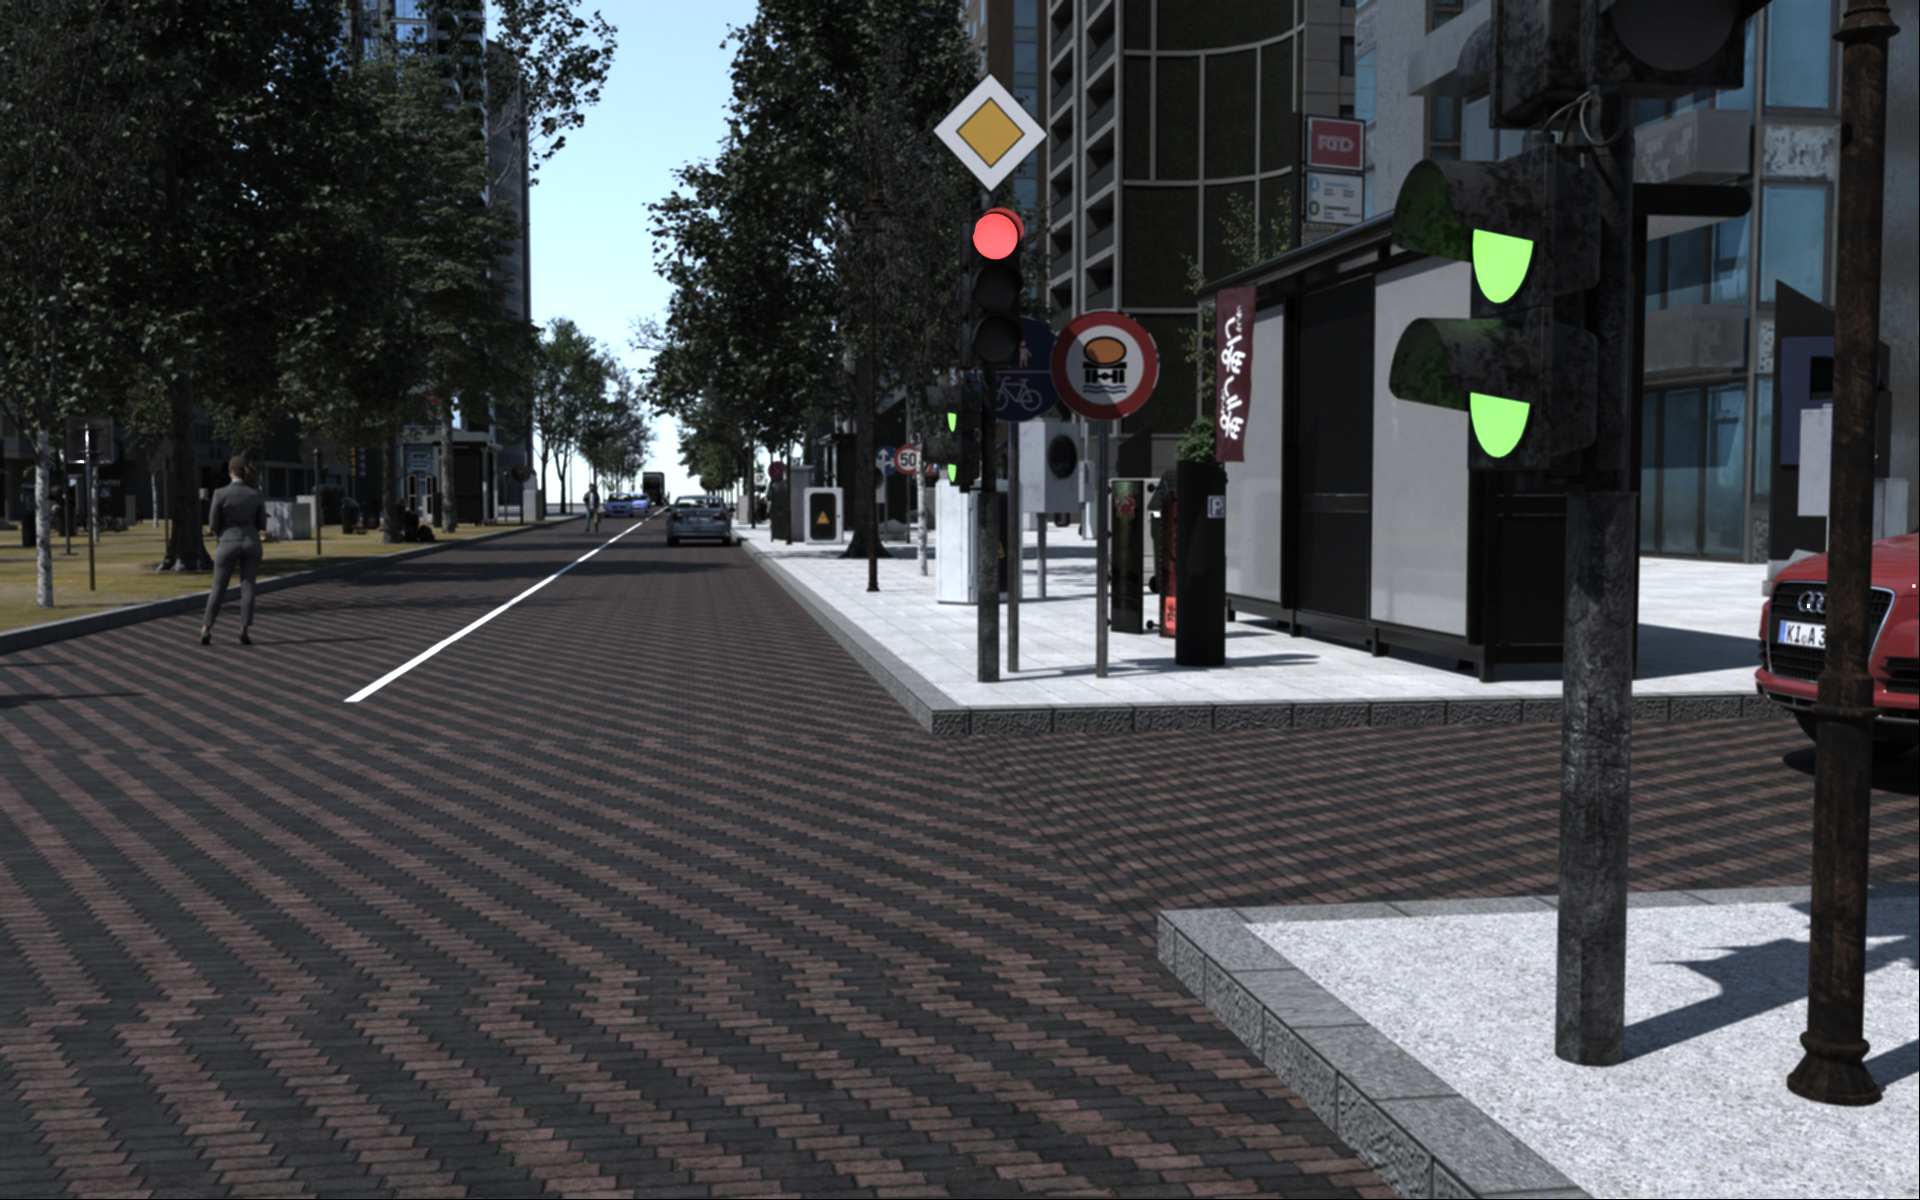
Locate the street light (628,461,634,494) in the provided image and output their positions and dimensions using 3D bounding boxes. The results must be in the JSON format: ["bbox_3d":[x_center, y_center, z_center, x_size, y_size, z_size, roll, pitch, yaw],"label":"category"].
[{"bbox_3d":[-40.342,-14.575,211.090,0.468,5.910,1.993,-1,4,-9],"label":"street light"}]

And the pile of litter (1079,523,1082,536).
[{"bbox_3d":[4.343,-2.423,53.586,1.719,0.858,1.176,-3,5,-41],"label":"pile of litter"}]

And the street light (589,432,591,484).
[{"bbox_3d":[-27.491,-9.533,128.658,0.468,5.910,1.993,-1,4,-9],"label":"street light"}]

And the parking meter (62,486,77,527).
[{"bbox_3d":[-27.209,-2.722,52.915,0.372,1.533,0.369,0,3,0],"label":"parking meter"}]

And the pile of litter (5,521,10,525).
[{"bbox_3d":[-37.994,-3.317,68.199,1.176,0.858,1.719,0,4,0],"label":"pile of litter"}]

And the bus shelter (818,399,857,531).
[{"bbox_3d":[-4.038,-5.274,63.858,2.179,5.291,8.768,-1,4,-9],"label":"bus shelter"}]

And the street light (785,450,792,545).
[{"bbox_3d":[-4.336,-4.339,43.726,0.468,5.910,1.993,-1,4,-9],"label":"street light"}]

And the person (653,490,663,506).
[{"bbox_3d":[-36.125,-12.197,207.544,1.348,1.869,0.705,-2,4,-34],"label":"person"}]

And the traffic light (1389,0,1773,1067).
[{"bbox_3d":[1.415,-0.912,3.833,0.839,4.253,0.868,-1,4,-9],"label":"traffic light"}]

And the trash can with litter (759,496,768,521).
[{"bbox_3d":[-9.618,-4.314,81.915,1.055,1.170,0.624,0,4,-8],"label":"trash can with litter"}]

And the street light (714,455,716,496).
[{"bbox_3d":[-19.511,-10.223,139.936,0.468,5.910,1.993,-1,4,-9],"label":"street light"}]

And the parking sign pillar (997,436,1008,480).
[{"bbox_3d":[1.776,-4.711,65.497,1.447,3.967,1.447,2,4,34],"label":"parking sign pillar"}]

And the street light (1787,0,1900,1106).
[{"bbox_3d":[1.873,-1.881,3.537,0.468,5.910,1.993,-1,4,-9],"label":"street light"}]

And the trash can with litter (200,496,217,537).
[{"bbox_3d":[-22.820,-2.485,51.689,1.678,1.210,2.233,1,4,10],"label":"trash can with litter"}]

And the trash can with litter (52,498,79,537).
[{"bbox_3d":[-26.840,-2.484,51.995,0.624,1.170,1.055,-1,4,-19],"label":"trash can with litter"}]

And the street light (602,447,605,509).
[{"bbox_3d":[-30.783,-10.814,149.590,0.468,5.910,1.993,-1,4,-9],"label":"street light"}]

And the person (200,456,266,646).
[{"bbox_3d":[-6.909,-0.469,16.446,0.573,1.790,0.520,3,5,41],"label":"person"}]

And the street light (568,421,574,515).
[{"bbox_3d":[-24.151,-8.236,107.445,0.468,5.910,1.993,-1,4,-9],"label":"street light"}]

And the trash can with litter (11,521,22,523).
[{"bbox_3d":[-40.860,-3.992,76.330,1.678,1.210,2.233,-1,4,-19],"label":"trash can with litter"}]

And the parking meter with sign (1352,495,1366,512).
[{"bbox_3d":[8.504,-2.542,37.815,1.738,3.016,0.543,0,4,-5],"label":"parking meter with sign"}]

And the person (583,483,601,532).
[{"bbox_3d":[-13.617,-3.413,64.289,0.794,1.824,0.713,1,4,15],"label":"person"}]

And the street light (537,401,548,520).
[{"bbox_3d":[-20.764,-6.935,86.168,0.468,5.910,1.993,-1,4,-9],"label":"street light"}]

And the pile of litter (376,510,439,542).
[{"bbox_3d":[-14.959,-2.010,46.830,1.719,0.858,1.176,-1,4,-20],"label":"pile of litter"}]

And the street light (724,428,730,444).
[{"bbox_3d":[-12.868,-7.628,97.500,0.468,5.910,1.993,-1,4,-9],"label":"street light"}]

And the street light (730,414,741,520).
[{"bbox_3d":[-10.995,-6.905,85.683,0.468,5.910,1.993,-1,4,-9],"label":"street light"}]

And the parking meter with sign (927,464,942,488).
[{"bbox_3d":[-1.712,-5.213,81.493,1.738,3.016,0.543,-3,4,-38],"label":"parking meter with sign"}]

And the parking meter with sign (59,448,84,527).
[{"bbox_3d":[-34.059,-4.325,66.979,0.543,3.016,1.738,0,4,7],"label":"parking meter with sign"}]

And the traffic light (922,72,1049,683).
[{"bbox_3d":[0.176,-1.395,11.721,0.839,4.253,0.868,-1,4,-9],"label":"traffic light"}]

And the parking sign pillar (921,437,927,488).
[{"bbox_3d":[-2.160,-5.519,78.700,1.447,3.967,1.447,1,4,21],"label":"parking sign pillar"}]

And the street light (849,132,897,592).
[{"bbox_3d":[-1.144,-3.049,22.645,0.468,5.910,1.993,-1,4,-9],"label":"street light"}]

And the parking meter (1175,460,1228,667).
[{"bbox_3d":[1.809,-0.281,13.000,0.372,1.533,0.369,0,3,0],"label":"parking meter"}]

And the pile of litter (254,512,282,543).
[{"bbox_3d":[-18.665,-1.954,45.911,1.719,0.858,1.176,1,4,18],"label":"pile of litter"}]

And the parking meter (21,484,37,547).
[{"bbox_3d":[-22.700,-2.071,42.280,0.372,1.533,0.369,0,3,0],"label":"parking meter"}]

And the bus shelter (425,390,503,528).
[{"bbox_3d":[-19.992,-5.639,69.824,2.179,5.291,8.768,-1,4,-9],"label":"bus shelter"}]

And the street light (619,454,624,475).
[{"bbox_3d":[-36.946,-13.239,189.243,0.468,5.910,1.993,-1,4,-9],"label":"street light"}]

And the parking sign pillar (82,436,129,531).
[{"bbox_3d":[-29.761,-4.387,60.205,1.447,3.967,1.447,-2,4,-28],"label":"parking sign pillar"}]

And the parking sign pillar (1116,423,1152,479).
[{"bbox_3d":[6.565,-4.712,65.518,1.447,3.967,1.447,-1,4,-11],"label":"parking sign pillar"}]

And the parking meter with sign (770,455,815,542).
[{"bbox_3d":[-4.238,-3.055,46.204,1.738,3.016,0.543,1,4,14],"label":"parking meter with sign"}]

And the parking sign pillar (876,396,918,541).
[{"bbox_3d":[-2.147,-3.613,47.546,1.447,3.967,1.447,-2,4,-24],"label":"parking sign pillar"}]

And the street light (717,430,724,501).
[{"bbox_3d":[-16.289,-8.942,118.992,0.468,5.910,1.993,-1,4,-9],"label":"street light"}]

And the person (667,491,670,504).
[{"bbox_3d":[-40.697,-14.267,241.770,0.705,1.823,1.348,-1,4,-19],"label":"person"}]

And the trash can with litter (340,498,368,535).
[{"bbox_3d":[-19.182,-2.665,54.966,1.055,1.170,0.624,3,4,36],"label":"trash can with litter"}]

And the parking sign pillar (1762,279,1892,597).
[{"bbox_3d":[10.810,-2.021,21.518,1.447,3.967,1.447,1,4,20],"label":"parking sign pillar"}]

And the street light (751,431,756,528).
[{"bbox_3d":[-7.741,-5.624,64.745,0.468,5.910,1.993,-1,4,-9],"label":"street light"}]

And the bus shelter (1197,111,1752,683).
[{"bbox_3d":[3.682,-2.343,15.936,2.179,5.291,8.768,-1,4,-9],"label":"bus shelter"}]

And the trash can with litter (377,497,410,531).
[{"bbox_3d":[-19.608,-2.965,59.869,0.624,1.170,1.055,2,4,27],"label":"trash can with litter"}]

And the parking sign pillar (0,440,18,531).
[{"bbox_3d":[-34.091,-4.440,61.066,1.447,3.967,1.447,-3,5,-41],"label":"parking sign pillar"}]

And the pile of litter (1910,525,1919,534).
[{"bbox_3d":[15.219,-0.802,27.071,1.176,0.858,1.719,-2,4,-34],"label":"pile of litter"}]
